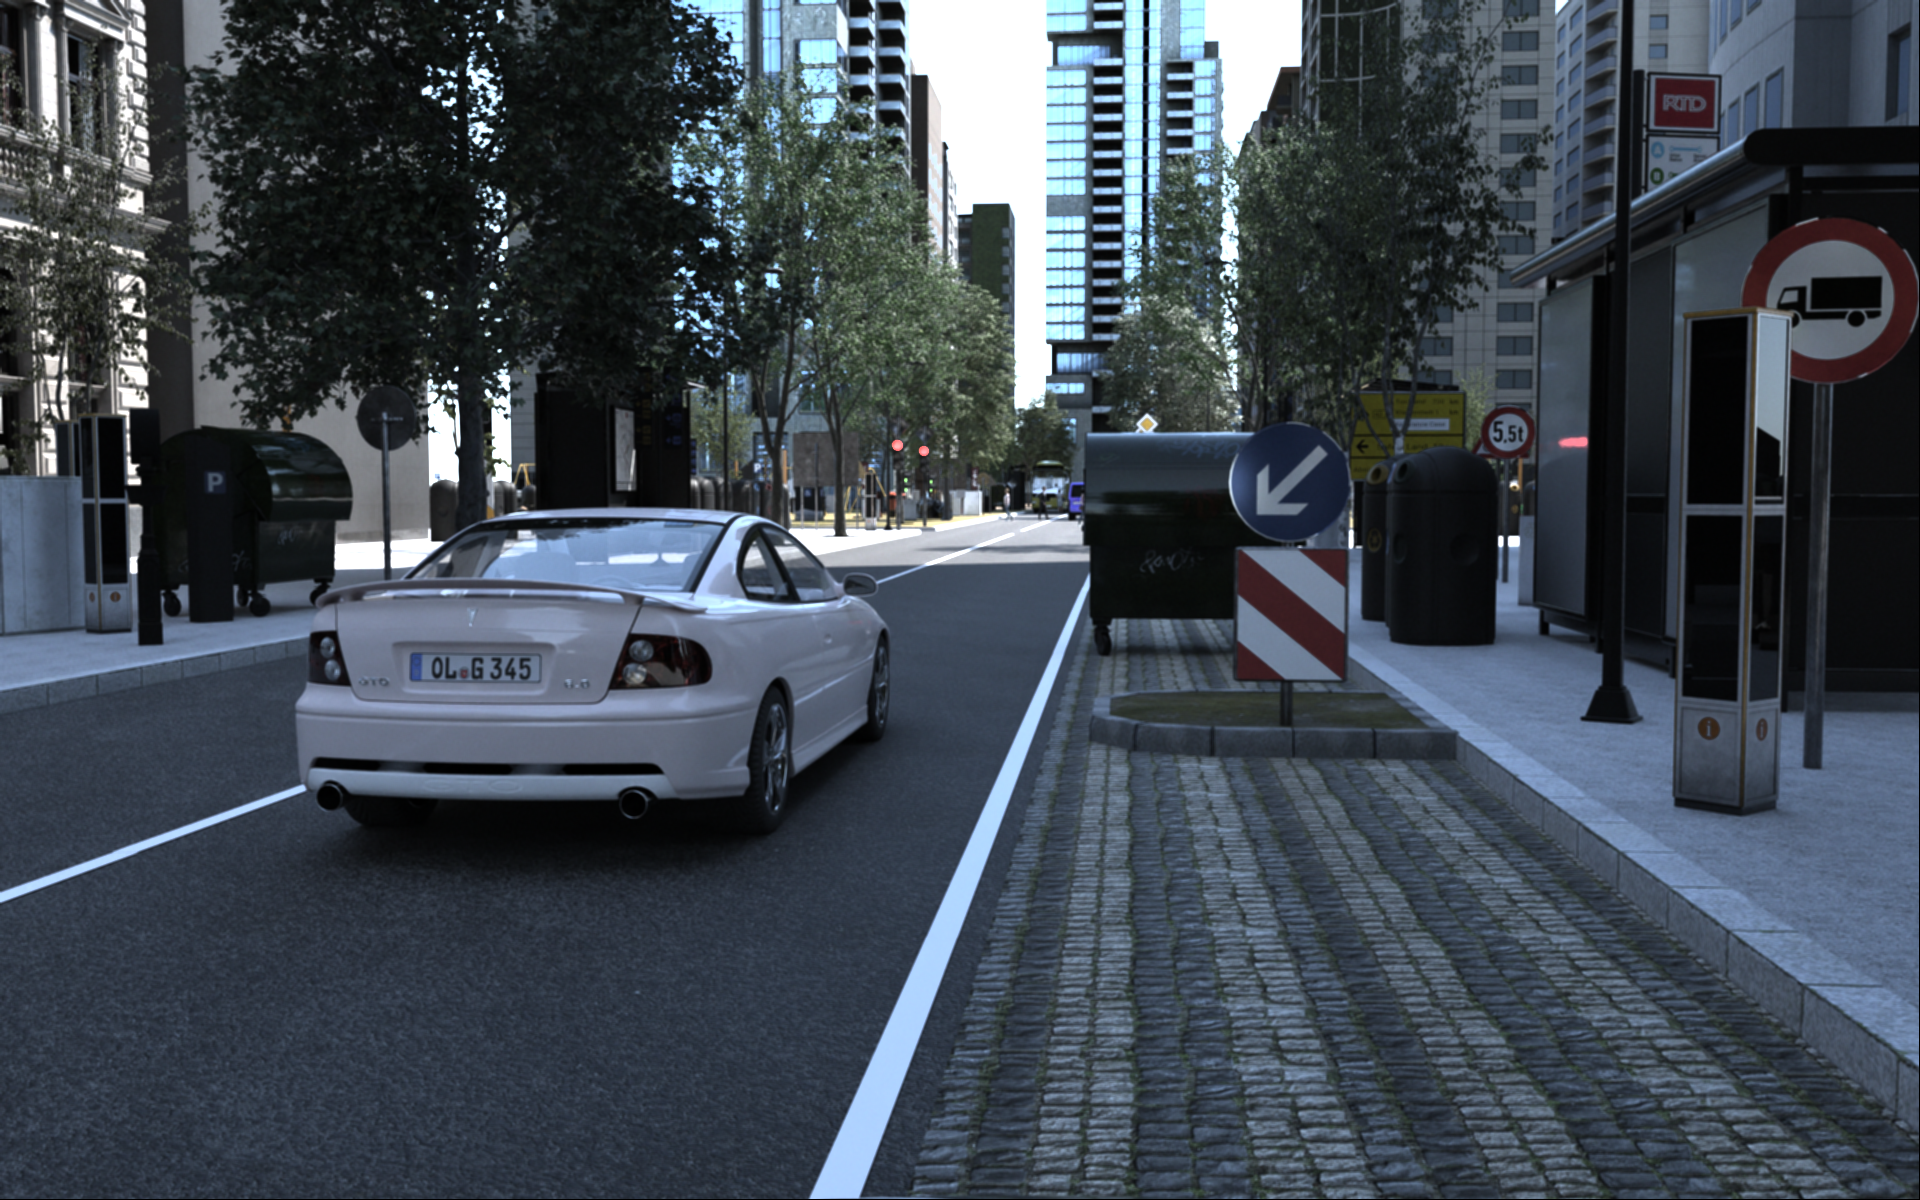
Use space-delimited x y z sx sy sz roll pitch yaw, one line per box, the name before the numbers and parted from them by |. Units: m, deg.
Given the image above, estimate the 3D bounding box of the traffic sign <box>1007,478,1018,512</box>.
traffic sign | 3.791 -7.589 125.270 0.795 2.450 0.064 1 4 11

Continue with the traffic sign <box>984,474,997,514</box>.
traffic sign | 1.916 -6.714 109.785 0.884 2.594 0.081 0 4 7

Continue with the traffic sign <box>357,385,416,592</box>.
traffic sign | -6.731 -1.236 20.316 0.768 2.556 0.104 1 4 13

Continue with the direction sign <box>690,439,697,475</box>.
direction sign | -11.179 -4.808 70.608 0.876 3.537 0.379 -1 4 -11

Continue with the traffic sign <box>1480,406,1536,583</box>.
traffic sign | 7.907 -1.526 25.048 0.768 2.556 0.104 1 4 12

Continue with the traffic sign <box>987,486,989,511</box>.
traffic sign | 2.153 -7.942 129.852 0.884 2.594 0.081 1 4 10

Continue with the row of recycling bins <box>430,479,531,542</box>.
row of recycling bins | -13.364 -2.494 47.897 1.069 1.692 3.534 1 4 18

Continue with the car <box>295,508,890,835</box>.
car | -1.531 0.221 8.743 2.083 1.381 4.827 0 4 7

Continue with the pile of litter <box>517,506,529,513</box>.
pile of litter | -15.437 -2.904 61.437 1.719 0.858 1.176 -1 4 -13

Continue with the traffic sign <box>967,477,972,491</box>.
traffic sign | 0.638 -8.121 132.885 0.768 2.556 0.104 1 4 11

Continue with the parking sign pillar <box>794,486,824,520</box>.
parking sign pillar | -7.399 -5.897 84.886 1.447 3.967 1.447 1 4 15

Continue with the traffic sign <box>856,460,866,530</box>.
traffic sign | -3.623 -3.736 61.080 0.884 2.594 0.081 0 4 6

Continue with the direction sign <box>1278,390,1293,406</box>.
direction sign | 7.102 -2.807 37.886 0.379 3.537 0.876 2 4 30

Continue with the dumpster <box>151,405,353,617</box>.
dumpster | -7.737 -0.999 18.829 1.502 2.255 1.985 0 4 5

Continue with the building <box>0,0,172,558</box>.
building | -22.185 -12.069 26.200 11.050 23.489 19.941 0 4 5

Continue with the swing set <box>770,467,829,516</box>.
swing set | -9.756 -6.374 101.841 3.119 2.851 2.862 3 4 36

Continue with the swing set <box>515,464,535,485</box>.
swing set | -21.769 -5.657 90.105 3.119 2.851 2.862 2 4 26

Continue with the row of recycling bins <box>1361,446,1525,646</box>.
row of recycling bins | 4.401 -0.560 16.273 1.069 1.692 3.534 1 4 8

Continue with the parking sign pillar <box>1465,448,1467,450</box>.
parking sign pillar | 30.422 -7.034 103.472 1.447 3.967 1.447 3 5 39

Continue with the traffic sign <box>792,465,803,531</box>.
traffic sign | -5.531 -3.705 60.677 0.768 2.556 0.104 1 4 15

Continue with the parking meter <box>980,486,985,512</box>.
parking meter | 1.576 -7.160 122.769 0.399 1.863 0.255 3 5 42

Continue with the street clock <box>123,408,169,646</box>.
street clock | -6.908 -0.621 14.724 0.358 2.002 0.471 -2 4 -26

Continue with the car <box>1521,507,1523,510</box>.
car | 21.879 -3.205 61.192 4.718 1.807 1.959 0 4 7

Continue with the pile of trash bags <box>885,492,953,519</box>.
pile of trash bags | -2.175 -4.878 89.501 3.447 1.369 1.912 -1 4 -16

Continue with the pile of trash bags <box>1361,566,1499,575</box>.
pile of trash bags | 8.115 -1.178 29.005 1.912 1.369 3.447 0 4 -7

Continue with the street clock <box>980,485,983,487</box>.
street clock | 1.767 -8.131 137.518 0.358 2.002 0.471 -1 4 -8

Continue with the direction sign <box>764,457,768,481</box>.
direction sign | -11.846 -6.959 105.774 0.379 3.537 0.876 1 4 8

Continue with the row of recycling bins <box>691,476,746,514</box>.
row of recycling bins | -5.919 -1.978 39.450 1.069 1.692 3.534 0 4 7

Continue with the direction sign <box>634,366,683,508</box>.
direction sign | -5.332 -2.366 30.673 0.876 3.537 0.379 0 4 3

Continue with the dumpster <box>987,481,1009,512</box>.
dumpster | 2.774 -7.627 127.194 1.502 2.255 1.985 0 4 5

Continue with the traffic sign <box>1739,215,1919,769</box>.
traffic sign | 3.994 -0.485 8.037 0.768 2.556 0.104 1 4 12

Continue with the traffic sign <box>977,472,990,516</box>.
traffic sign | 1.354 -6.186 101.250 0.768 2.556 0.104 1 4 10

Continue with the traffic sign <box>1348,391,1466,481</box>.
traffic sign | 8.844 -2.475 34.345 2.265 3.308 0.079 0 4 6

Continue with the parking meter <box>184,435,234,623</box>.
parking meter | -7.520 -0.714 17.382 0.255 1.863 0.399 3 4 37

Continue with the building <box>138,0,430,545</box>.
building | -27.373 -15.325 44.064 24.014 27.812 14.314 0 4 5

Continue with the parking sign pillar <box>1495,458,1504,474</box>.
parking sign pillar | 24.323 -5.475 77.986 1.447 3.967 1.447 1 4 14

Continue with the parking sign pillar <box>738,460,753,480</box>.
parking sign pillar | -16.746 -8.946 134.734 1.447 3.967 1.447 -3 4 -39

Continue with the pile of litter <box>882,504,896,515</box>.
pile of litter | -4.343 -5.733 107.701 1.719 0.858 1.176 1 4 15

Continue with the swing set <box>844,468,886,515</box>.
swing set | -5.570 -6.407 102.368 2.862 2.851 3.119 1 4 11

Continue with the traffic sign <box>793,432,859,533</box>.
traffic sign | -4.456 -3.886 57.410 2.265 3.308 0.079 1 4 13

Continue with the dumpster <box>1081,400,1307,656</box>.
dumpster | 2.087 -0.653 15.634 1.985 2.255 1.502 0 4 5

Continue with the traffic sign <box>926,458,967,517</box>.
traffic sign | -0.765 -6.273 96.441 2.265 3.308 0.079 0 4 8

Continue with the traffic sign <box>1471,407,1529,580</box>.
traffic sign | 8.049 -1.586 25.939 0.884 2.594 0.081 0 4 8

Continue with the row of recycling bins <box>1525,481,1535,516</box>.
row of recycling bins | 18.086 -2.810 53.064 3.534 1.692 1.069 0 4 6

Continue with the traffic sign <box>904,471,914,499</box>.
traffic sign | -2.852 -5.726 93.733 0.768 2.556 0.104 1 4 11

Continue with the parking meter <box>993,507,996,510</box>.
parking meter | 2.680 -7.962 138.585 0.372 1.533 0.369 0 3 0

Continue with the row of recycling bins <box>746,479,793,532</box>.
row of recycling bins | -5.866 -2.554 48.863 1.069 1.692 3.534 1 4 14

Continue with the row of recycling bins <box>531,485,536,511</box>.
row of recycling bins | -18.492 -4.446 79.798 3.534 1.692 1.069 -3 5 -42
